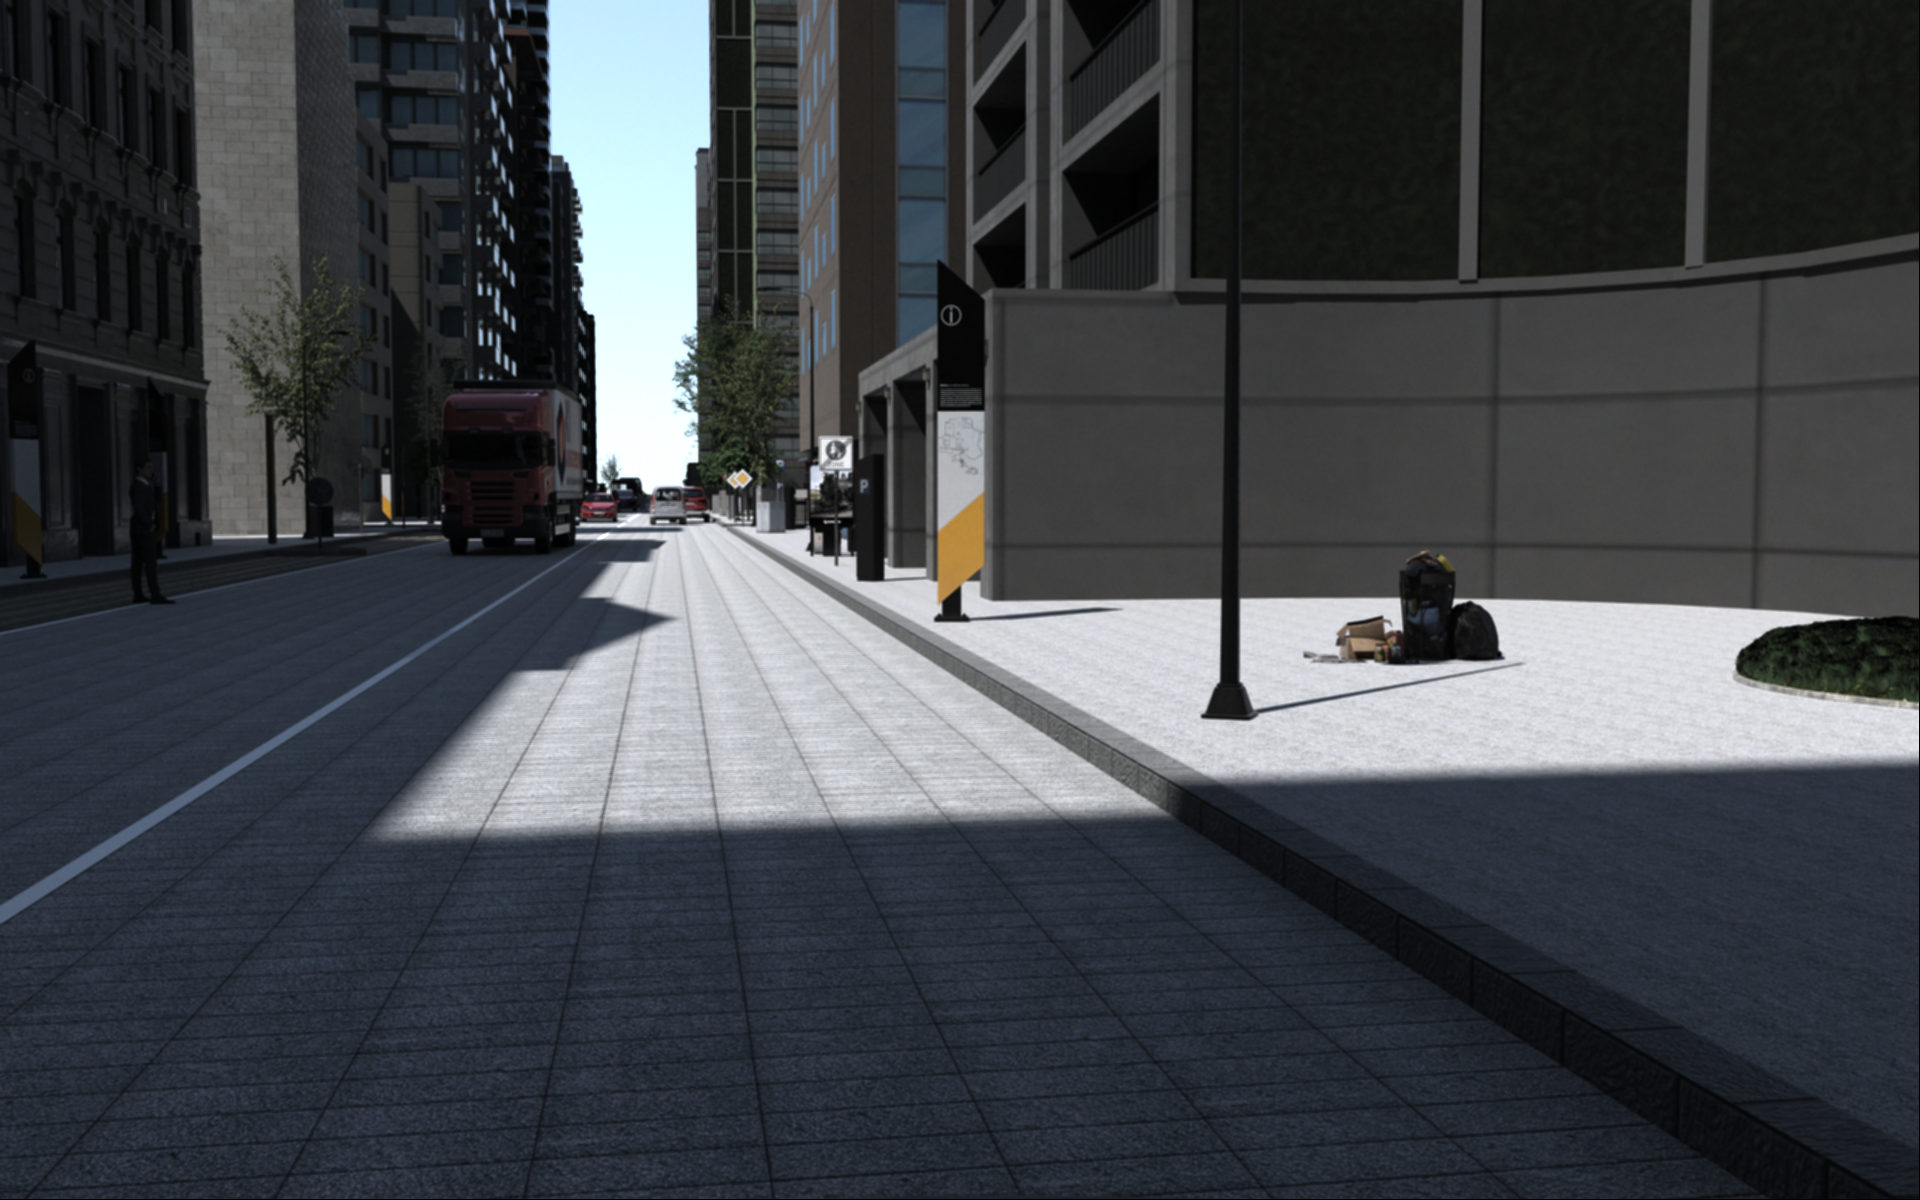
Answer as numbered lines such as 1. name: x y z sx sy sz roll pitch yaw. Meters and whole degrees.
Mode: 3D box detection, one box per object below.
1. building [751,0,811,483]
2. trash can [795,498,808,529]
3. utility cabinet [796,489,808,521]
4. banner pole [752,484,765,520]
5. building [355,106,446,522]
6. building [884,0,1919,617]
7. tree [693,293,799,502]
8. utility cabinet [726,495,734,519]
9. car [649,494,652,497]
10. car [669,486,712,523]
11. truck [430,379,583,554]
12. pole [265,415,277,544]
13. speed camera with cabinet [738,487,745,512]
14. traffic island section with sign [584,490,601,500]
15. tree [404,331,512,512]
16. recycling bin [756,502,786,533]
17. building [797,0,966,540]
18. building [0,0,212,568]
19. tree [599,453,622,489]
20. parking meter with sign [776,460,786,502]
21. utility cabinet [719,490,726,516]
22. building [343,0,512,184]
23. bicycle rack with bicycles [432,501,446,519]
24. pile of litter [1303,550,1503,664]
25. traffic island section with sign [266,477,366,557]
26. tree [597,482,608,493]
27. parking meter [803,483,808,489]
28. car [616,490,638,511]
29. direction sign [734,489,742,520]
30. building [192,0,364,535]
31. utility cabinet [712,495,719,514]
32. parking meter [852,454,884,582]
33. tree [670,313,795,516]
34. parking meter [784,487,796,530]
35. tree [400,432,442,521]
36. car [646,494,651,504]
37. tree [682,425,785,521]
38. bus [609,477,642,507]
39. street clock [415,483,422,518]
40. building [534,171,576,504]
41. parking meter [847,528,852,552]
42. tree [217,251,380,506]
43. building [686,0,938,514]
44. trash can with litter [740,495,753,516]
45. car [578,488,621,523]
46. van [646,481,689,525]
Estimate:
1. building: -6.727 -26.344 114.323 14.154 41.232 14.086 -1 4 -9
2. trash can: -5.996 -3.231 64.485 0.748 1.137 0.748 0 3 0
3. utility cabinet: -7.363 -4.481 81.949 0.318 1.500 1.173 -2 4 -32
4. banner pole: -9.915 -5.833 85.379 0.863 3.779 0.401 -3 5 -43
5. building: -42.824 -14.950 89.466 27.650 21.520 28.899 -1 4 -9
6. building: 9.700 -35.869 24.710 20.563 71.187 20.611 -1 4 -9
7. tree: -7.442 -6.861 62.541 4.737 8.622 4.395 0 3 0
8. utility cabinet: -12.006 -4.849 90.445 0.306 1.237 1.020 -1 4 -13
9. car: -54.062 -17.757 300.105 2.009 1.686 4.222 0 4 -8
10. car: -13.762 -4.862 88.173 2.281 1.827 5.304 -1 4 -8
11. truck: -11.463 -3.419 44.810 2.839 4.237 11.283 0 4 -8
12. pole: -17.754 -3.106 44.629 0.158 3.312 0.155 0 3 0
13. speed camera with cabinet: -15.439 -7.766 121.308 0.660 3.252 2.038 0 4 -4
14. traffic island section with sign: -37.067 -10.025 172.539 1.989 1.847 2.006 -1 4 -9
15. tree: -23.557 -7.891 79.378 4.360 8.622 3.978 0 3 0
16. recycling bin: -6.255 -2.737 57.297 0.722 1.027 0.722 -3 5 -43
17. building: 2.520 -24.573 51.888 14.600 45.320 14.200 -1 4 -9
18. building: -22.036 -11.279 33.556 9.793 20.994 18.267 -1 4 -9
19. tree: -61.096 -21.577 303.143 4.737 8.622 4.395 0 3 0
20. parking meter with sign: -9.176 -5.644 88.537 0.543 3.016 1.738 0 4 -5
21. utility cabinet: -13.981 -5.706 101.964 0.318 1.500 1.173 -1 4 -14
22. building: -44.758 -30.998 126.430 23.786 49.044 30.456 -1 4 -9
23. bicycle rack with bicycles: -25.646 -4.608 88.726 2.852 0.926 2.925 -2 4 -31
24. pile of litter: 3.489 0.023 13.594 1.719 0.858 1.176 0 4 -3
25. traffic island section with sign: -15.022 -1.951 40.530 1.989 1.847 2.006 -1 4 -9
26. tree: -56.122 -16.985 272.312 1.663 3.219 1.824 0 3 0
27. parking meter: -7.834 -5.033 87.997 0.255 1.863 0.399 0 4 -8
28. car: -28.121 -8.340 145.037 2.281 1.827 5.304 -1 4 -11
29. direction sign: -10.945 -5.706 85.290 0.379 3.537 0.876 -2 4 -35
30. building: -29.739 -12.411 57.674 16.860 20.320 10.420 -1 4 -9
31. utility cabinet: -15.839 -6.303 114.216 1.020 1.237 0.306 0 4 -7
32. parking meter: -1.327 -1.211 25.503 0.399 1.863 0.255 3 5 44
33. tree: -13.152 -10.676 100.313 9.928 11.665 9.643 0 3 0
34. parking meter: -6.070 -3.262 61.750 0.372 1.533 0.369 0 3 0
35. tree: -25.494 -6.159 84.416 4.285 4.588 4.351 0 3 0
36. car: -47.005 -15.069 258.170 2.131 1.459 4.920 -1 4 -11
37. tree: -10.116 -6.026 82.239 4.285 4.588 4.351 0 3 0
38. bus: -35.945 -11.748 186.933 2.948 3.499 13.247 0 4 -8
39. street clock: -28.517 -5.300 91.225 0.358 2.002 0.471 -2 4 -30
40. building: -54.898 -32.353 212.565 14.154 41.232 14.086 -1 4 -9
41. parking meter: -2.367 -2.010 38.570 0.255 1.863 0.399 -1 4 -10
42. tree: -19.622 -6.203 51.775 4.737 8.622 4.395 0 3 0
43. building: -11.683 -42.812 138.234 20.563 71.187 20.611 -1 4 -9
44. trash can with litter: -12.761 -5.693 104.146 1.678 1.210 2.233 -3 4 -39
45. car: -18.395 -4.850 88.344 2.155 1.783 4.494 -1 4 -11
46. van: -13.749 -4.553 81.453 2.013 2.044 4.112 -1 4 -11
